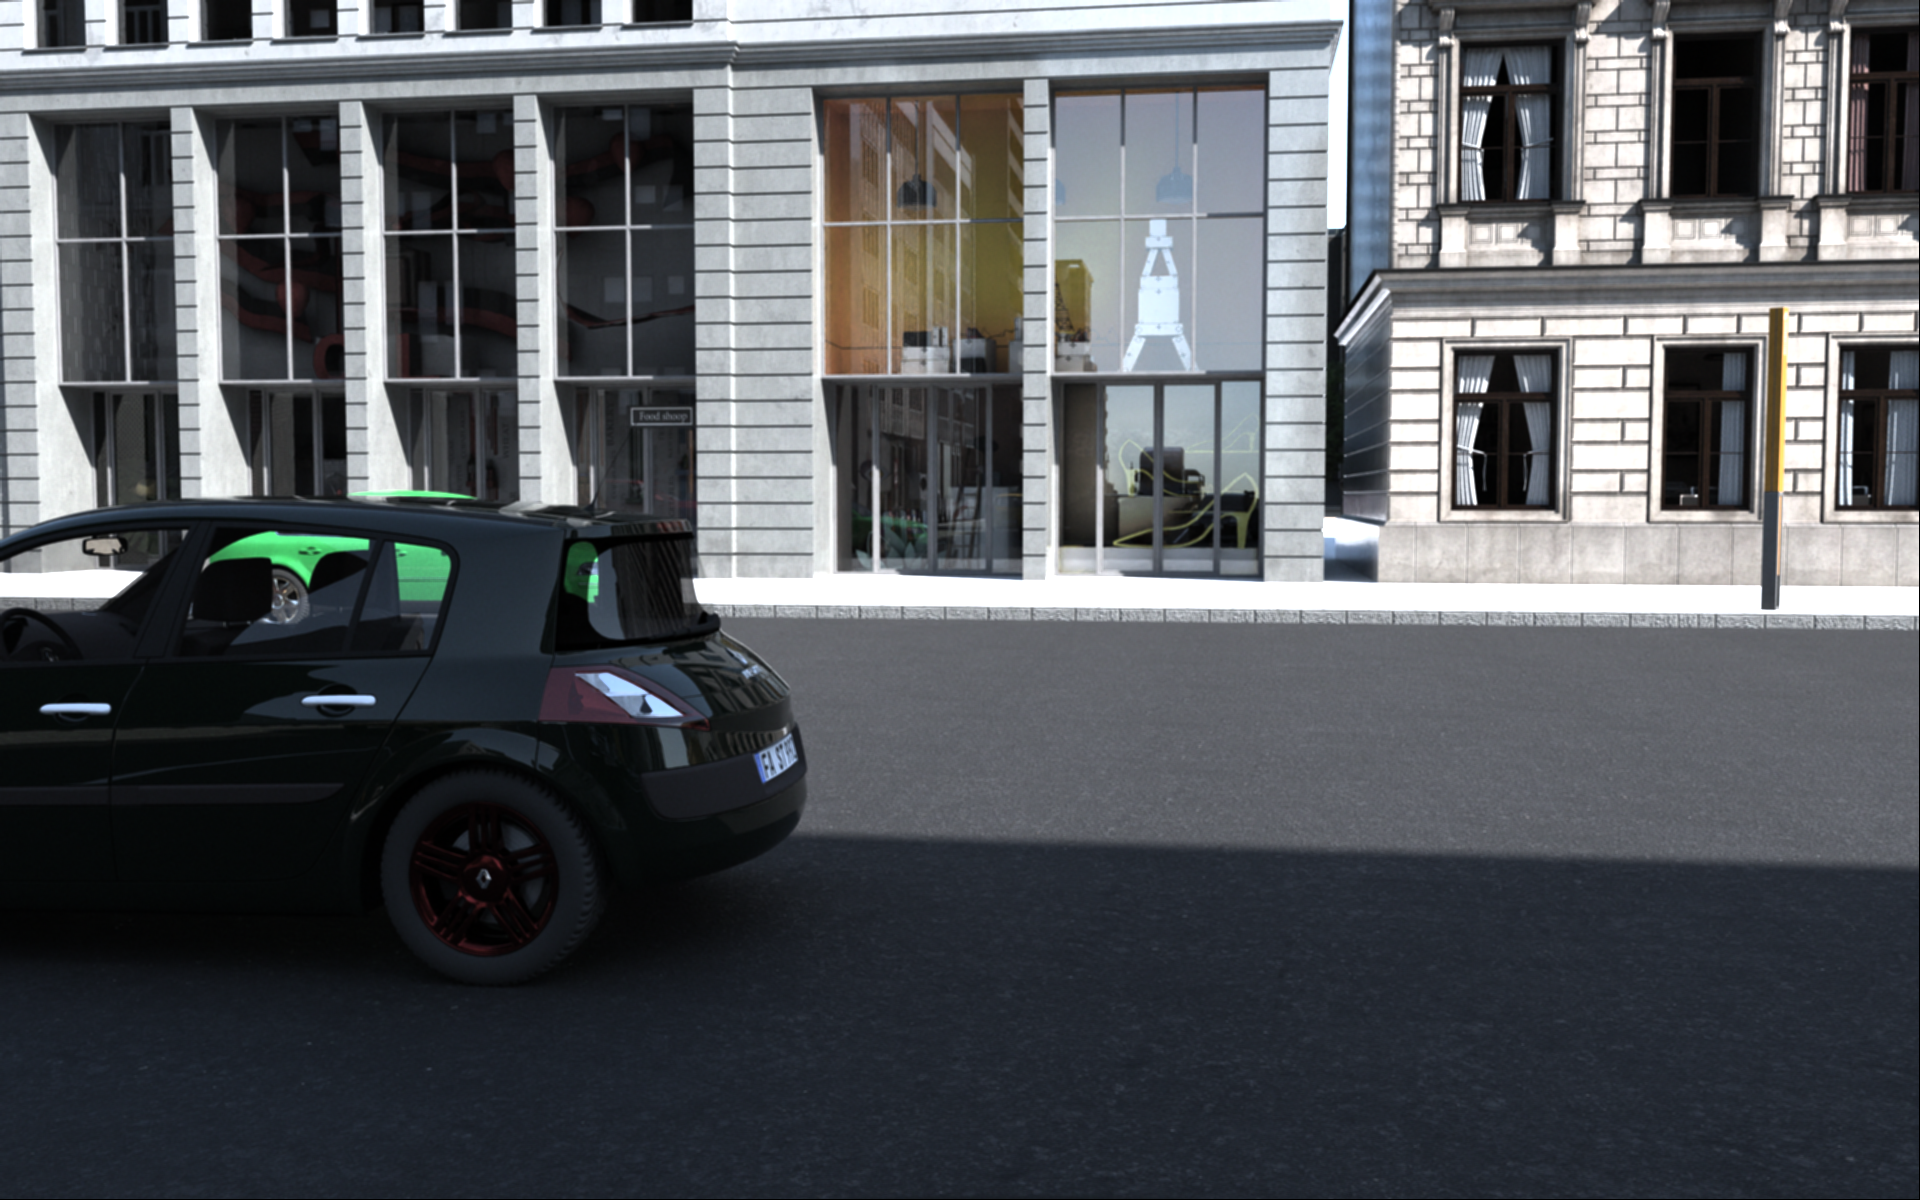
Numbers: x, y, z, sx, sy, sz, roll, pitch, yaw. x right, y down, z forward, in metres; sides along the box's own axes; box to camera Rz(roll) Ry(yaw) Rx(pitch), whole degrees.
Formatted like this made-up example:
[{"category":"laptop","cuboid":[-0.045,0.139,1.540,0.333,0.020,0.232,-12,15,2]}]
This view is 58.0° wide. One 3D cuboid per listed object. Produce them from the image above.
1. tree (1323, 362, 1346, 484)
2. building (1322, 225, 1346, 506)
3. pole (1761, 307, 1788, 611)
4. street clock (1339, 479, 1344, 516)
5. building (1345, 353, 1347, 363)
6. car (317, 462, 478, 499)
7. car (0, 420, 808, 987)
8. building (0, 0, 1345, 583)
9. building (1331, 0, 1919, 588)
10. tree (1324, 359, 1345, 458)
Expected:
[{"category":"tree","cuboid":[26.676,-13.133,132.858,7.486,12.596,7.792,0,3,0]},{"category":"building","cuboid":[44.472,-25.345,186.086,14.107,30.474,14.160,1,4,9]},{"category":"pole","cuboid":[8.967,-1.543,19.064,0.158,3.312,0.155,0,3,0]},{"category":"street clock","cuboid":[18.943,-4.950,85.507,0.471,2.002,0.358,-1,4,-16]},{"category":"building","cuboid":[39.970,-30.274,145.095,14.600,45.320,14.200,1,4,9]},{"category":"car","cuboid":[-5.613,-0.597,18.556,4.718,1.807,1.959,0,4,7]},{"category":"car","cuboid":[-2.633,0.233,5.979,4.222,1.686,2.009,0,4,7]},{"category":"building","cuboid":[-8.521,-15.538,31.532,29.804,29.767,11.434,1,4,9]},{"category":"building","cuboid":[15.661,-9.964,27.543,19.286,19.102,10.561,1,4,9]},{"category":"tree","cuboid":[24.578,-12.087,123.383,9.928,11.665,9.643,0,3,0]}]
